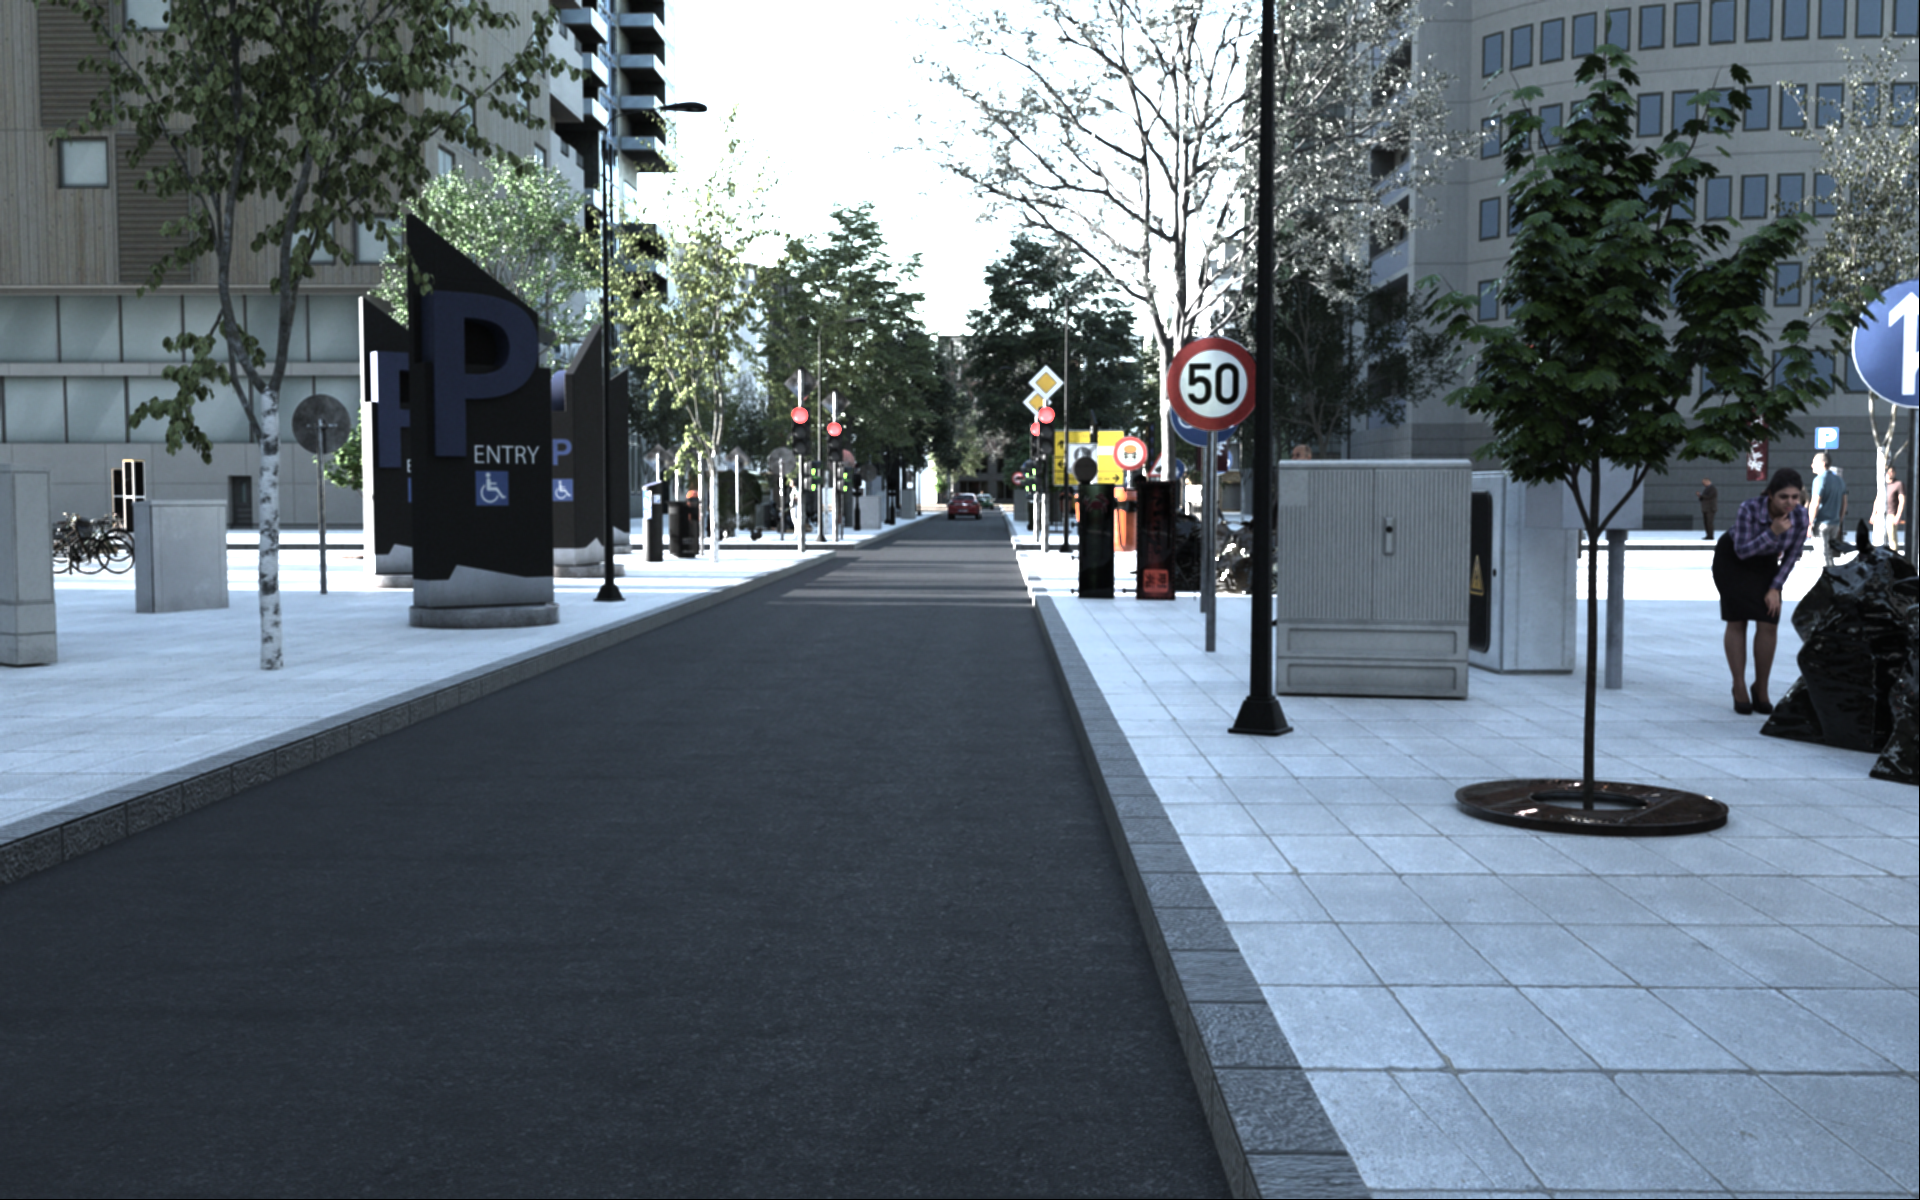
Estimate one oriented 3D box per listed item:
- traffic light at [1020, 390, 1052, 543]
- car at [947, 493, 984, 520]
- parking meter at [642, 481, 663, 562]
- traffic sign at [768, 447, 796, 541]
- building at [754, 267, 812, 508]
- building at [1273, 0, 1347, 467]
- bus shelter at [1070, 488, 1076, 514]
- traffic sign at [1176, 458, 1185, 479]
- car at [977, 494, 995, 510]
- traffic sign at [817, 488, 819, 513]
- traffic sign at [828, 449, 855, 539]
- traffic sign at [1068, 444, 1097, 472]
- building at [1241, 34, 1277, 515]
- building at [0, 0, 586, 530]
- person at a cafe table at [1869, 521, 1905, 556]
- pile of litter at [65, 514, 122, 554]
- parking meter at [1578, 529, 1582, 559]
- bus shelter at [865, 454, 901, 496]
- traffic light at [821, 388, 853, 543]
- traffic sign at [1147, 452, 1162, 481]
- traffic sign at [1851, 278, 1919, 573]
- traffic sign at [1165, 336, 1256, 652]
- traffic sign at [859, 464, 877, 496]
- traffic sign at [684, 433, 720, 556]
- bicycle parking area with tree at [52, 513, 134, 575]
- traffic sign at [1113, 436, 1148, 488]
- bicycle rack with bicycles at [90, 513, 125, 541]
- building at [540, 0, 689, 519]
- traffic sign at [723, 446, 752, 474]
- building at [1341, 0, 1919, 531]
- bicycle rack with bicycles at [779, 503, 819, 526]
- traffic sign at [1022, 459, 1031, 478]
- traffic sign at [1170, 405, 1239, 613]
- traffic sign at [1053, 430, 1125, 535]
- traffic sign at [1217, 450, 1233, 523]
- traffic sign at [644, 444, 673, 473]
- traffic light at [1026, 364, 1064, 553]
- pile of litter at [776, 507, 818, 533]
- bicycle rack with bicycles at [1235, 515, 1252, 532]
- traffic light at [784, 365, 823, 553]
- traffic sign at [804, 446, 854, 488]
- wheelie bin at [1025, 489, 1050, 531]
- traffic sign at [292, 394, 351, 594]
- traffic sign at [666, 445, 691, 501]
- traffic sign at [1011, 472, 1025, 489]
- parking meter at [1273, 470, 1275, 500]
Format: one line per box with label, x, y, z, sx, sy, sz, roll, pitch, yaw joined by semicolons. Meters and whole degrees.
traffic light;2.015;-3.470;45.660;0.839;4.253;0.868;0;4;1
car;0.291;-5.504;99.031;2.155;1.783;4.494;0;4;3
parking meter;-5.800;-1.485;32.691;0.372;1.533;0.369;0;3;0
traffic sign;-4.839;-2.874;47.094;0.768;2.556;0.104;0;4;3
building;-31.835;-19.951;170.175;32.646;21.610;27.936;0;4;1
building;24.810;-25.339;97.885;14.154;41.232;14.086;0;4;1
bus shelter;7.078;-7.258;109.947;1.731;3.624;6.357;0;4;1
traffic sign;7.579;-3.750;61.418;0.768;2.556;0.104;1;4;10
car;2.156;-8.961;158.302;2.131;1.459;4.920;0;4;0
traffic sign;-7.124;-5.299;86.740;0.768;2.556;0.104;1;4;9
traffic sign;-3.344;-2.987;48.943;0.768;2.556;0.104;0;4;4
traffic sign;2.472;-2.006;34.921;0.606;2.300;0.079;0;4;5
building;25.111;-20.839;112.424;14.160;30.474;14.107;0;4;1
building;-31.870;-29.594;73.106;28.713;52.752;27.495;0;4;1
person at a cafe table;19.894;-1.495;35.306;1.698;1.238;1.726;-1;4;-18
pile of litter;-18.782;-1.443;37.551;1.176;0.858;1.719;0;4;-2
parking meter;12.088;-1.576;34.181;0.372;1.533;0.369;0;3;0
bus shelter;-4.474;-6.744;101.544;1.731;3.624;6.357;0;4;1
traffic light;-3.266;-3.476;45.754;0.839;4.253;0.868;0;4;1
traffic sign;6.172;-3.253;53.197;0.884;2.594;0.081;0;4;6
traffic sign;5.682;-0.625;10.320;0.768;2.556;0.104;1;4;10
traffic sign;2.045;-0.853;14.056;0.768;2.556;0.104;0;4;4
traffic sign;-3.849;-4.417;72.324;0.768;2.556;0.104;0;4;7
traffic sign;-5.315;-2.172;35.614;0.768;2.556;0.104;0;4;6
bicycle parking area with tree;-18.111;-2.588;29.311;9.016;4.147;8.231;-1;4;-10
traffic sign;3.728;-2.319;38.026;0.768;2.556;0.104;0;4;2
bicycle rack with bicycles;-22.398;-2.074;47.297;2.925;0.926;2.852;1;4;11
building;-28.128;-48.228;101.197;22.319;86.520;31.000;0;4;1
traffic sign;-6.065;-2.896;47.080;0.795;2.593;0.064;0;4;2
building;31.254;-32.198;68.443;28.212;58.520;21.231;0;4;1
bicycle rack with bicycles;-6.716;-3.393;68.854;2.852;0.926;2.925;3;5;43
traffic sign;2.601;-3.805;62.310;0.768;2.556;0.104;0;4;4
traffic sign;2.644;-1.136;18.688;0.768;2.556;0.104;1;4;11
traffic sign;4.072;-3.725;54.773;2.265;3.308;0.079;0;4;2
traffic sign;6.732;-2.762;45.262;0.768;2.556;0.104;0;4;4
traffic sign;-7.882;-2.781;45.203;0.795;2.593;0.064;0;4;4
traffic light;1.849;-2.982;37.677;0.839;4.253;0.868;0;4;1
pile of litter;-5.422;-2.682;57.815;1.719;0.858;1.176;-3;5;-40
bicycle rack with bicycles;4.872;-1.056;30.640;2.925;0.926;2.852;1;4;10
traffic light;-3.431;-2.988;37.770;0.839;4.253;0.868;0;4;1
traffic sign;-5.609;-4.868;73.468;2.265;3.308;0.079;1;4;10
wheelie bin;2.745;-3.241;60.901;0.980;1.594;0.693;2;4;26
traffic sign;-8.164;-1.348;22.144;0.768;2.556;0.104;0;4;4
traffic sign;-7.394;-2.769;45.372;0.768;2.556;0.104;0;4;5
traffic sign;3.304;-6.001;98.221;0.768;2.556;0.104;0;4;5
parking meter;6.555;-1.913;36.992;0.255;1.863;0.399;0;4;-1
